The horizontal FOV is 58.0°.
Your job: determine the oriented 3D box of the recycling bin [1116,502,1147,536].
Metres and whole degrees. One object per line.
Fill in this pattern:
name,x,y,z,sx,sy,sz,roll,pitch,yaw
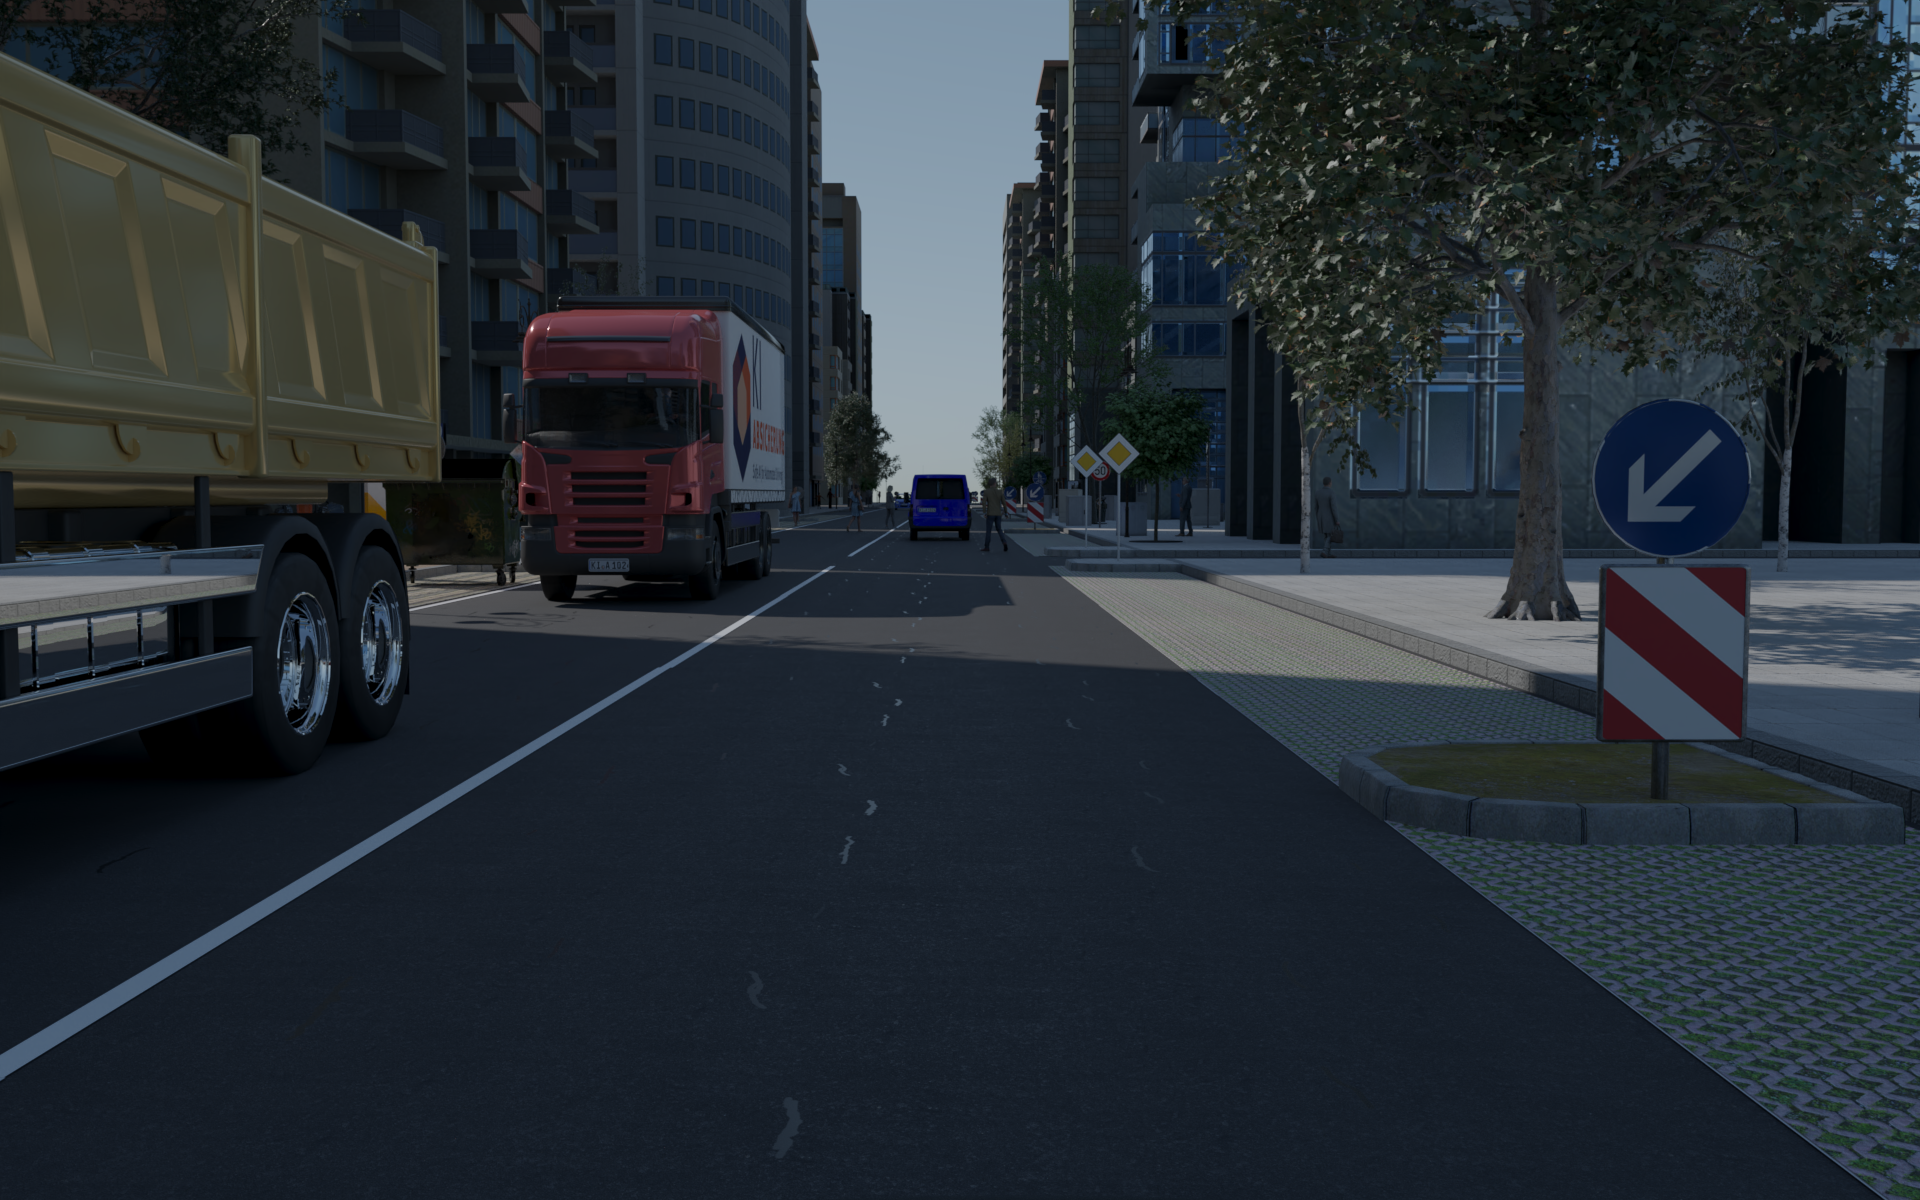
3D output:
recycling bin,5.287,-2.496,53.370,0.722,1.027,0.722,-2,4,-27

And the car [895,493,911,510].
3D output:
car,-5.031,-8.947,155.875,1.945,1.707,3.694,0,4,-1

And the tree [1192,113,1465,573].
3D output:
tree,5.791,-4.728,27.665,4.360,8.622,3.978,0,3,0

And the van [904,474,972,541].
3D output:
van,-0.677,-3.103,55.116,2.240,2.365,5.245,0,4,-2

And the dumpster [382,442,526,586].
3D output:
dumpster,-7.943,-1.362,27.212,1.985,2.255,1.502,0,4,-2

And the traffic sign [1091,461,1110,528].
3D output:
traffic sign,5.320,-4.020,65.830,0.768,2.556,0.104,0,4,1

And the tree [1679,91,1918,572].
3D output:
tree,13.474,-4.781,28.531,4.360,8.622,3.978,0,3,0

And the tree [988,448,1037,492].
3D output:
tree,5.043,-8.450,121.869,4.285,4.588,4.351,0,3,0

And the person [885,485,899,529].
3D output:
person,-2.824,-3.824,71.212,0.526,1.800,0.537,-1,4,-20

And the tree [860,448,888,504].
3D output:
tree,-11.213,-16.866,226.122,4.360,8.622,3.978,0,3,0

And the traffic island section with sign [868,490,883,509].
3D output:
traffic island section with sign,-8.774,-9.723,167.593,1.989,1.847,2.006,0,4,0

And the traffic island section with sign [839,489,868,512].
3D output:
traffic island section with sign,-8.647,-7.965,138.855,1.989,1.847,2.006,0,4,0

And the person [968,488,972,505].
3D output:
person,0.432,-5.816,103.569,0.573,1.828,0.580,0,4,3

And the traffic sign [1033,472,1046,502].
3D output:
traffic sign,4.506,-5.985,97.956,0.768,2.556,0.104,0,4,4

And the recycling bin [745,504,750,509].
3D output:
recycling bin,-10.257,-4.213,81.441,0.722,1.027,0.722,-2,4,-28

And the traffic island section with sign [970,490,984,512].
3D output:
traffic island section with sign,2.142,-9.741,167.900,1.989,1.847,2.006,0,4,0

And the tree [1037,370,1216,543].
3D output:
tree,5.183,-3.813,46.064,4.285,4.588,4.351,0,3,0

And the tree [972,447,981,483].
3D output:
tree,3.963,-19.148,263.433,4.360,8.622,3.978,0,3,0

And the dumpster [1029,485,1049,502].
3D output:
dumpster,4.919,-6.228,107.579,1.264,1.857,1.865,0,4,0

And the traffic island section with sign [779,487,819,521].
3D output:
traffic island section with sign,-8.442,-5.026,90.800,1.989,1.847,2.006,0,4,0

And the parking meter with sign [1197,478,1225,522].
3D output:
parking meter with sign,11.357,-5.127,80.093,1.738,3.016,0.543,1,4,17

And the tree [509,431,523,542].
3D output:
tree,-11.332,-3.185,46.681,1.663,3.219,1.824,0,3,0

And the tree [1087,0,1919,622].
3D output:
tree,6.003,-6.158,17.686,9.611,12.733,9.660,0,3,0

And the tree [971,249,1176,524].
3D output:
tree,5.599,-9.033,73.446,9.928,11.665,9.643,0,3,0

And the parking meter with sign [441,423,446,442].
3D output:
parking meter with sign,-13.454,-2.813,42.250,1.738,3.016,0.543,-3,4,-38

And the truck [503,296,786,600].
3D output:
truck,-4.472,-2.319,26.835,2.839,4.237,11.283,0,4,0

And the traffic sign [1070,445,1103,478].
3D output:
traffic sign,3.003,-2.368,40.902,0.795,2.593,0.064,0,4,0

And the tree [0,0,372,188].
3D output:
tree,-9.764,-5.051,16.992,7.601,10.594,8.767,0,4,-1

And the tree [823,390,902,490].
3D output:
tree,-11.560,-16.728,190.502,9.611,12.733,9.660,0,3,0

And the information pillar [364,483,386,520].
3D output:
information pillar,-9.789,-2.310,29.115,0.183,3.616,0.504,2,4,32

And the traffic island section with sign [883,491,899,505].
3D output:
traffic island section with sign,-9.024,-13.052,222.029,1.989,1.847,2.006,0,4,0

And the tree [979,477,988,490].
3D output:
tree,4.691,-17.538,270.451,4.285,4.588,4.351,0,3,0

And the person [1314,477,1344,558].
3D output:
person,8.071,-1.789,37.860,0.767,1.812,0.694,-3,4,-37

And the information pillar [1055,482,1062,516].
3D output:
information pillar,5.804,-5.950,101.780,0.304,2.012,0.304,-2,4,-33

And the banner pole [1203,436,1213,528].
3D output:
banner pole,9.364,-4.617,65.509,0.401,3.779,0.863,0,4,1

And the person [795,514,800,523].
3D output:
person,-7.870,-4.331,84.003,0.332,1.250,0.352,-3,5,-39

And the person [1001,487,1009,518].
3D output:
person,2.503,-5.330,95.677,0.654,1.822,0.581,1,4,10

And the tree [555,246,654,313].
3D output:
tree,-10.488,-6.254,52.618,4.360,8.622,3.978,0,3,0

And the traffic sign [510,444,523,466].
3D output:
traffic sign,-8.156,-1.878,32.888,0.795,2.593,0.064,0,4,0

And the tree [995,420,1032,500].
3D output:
tree,5.213,-13.661,173.719,4.737,8.622,4.395,0,3,0

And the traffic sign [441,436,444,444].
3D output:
traffic sign,-10.325,-2.041,33.478,0.768,2.556,0.104,0,4,2

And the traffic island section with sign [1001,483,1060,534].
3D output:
traffic island section with sign,2.600,-3.334,63.136,1.989,1.847,2.006,0,4,0

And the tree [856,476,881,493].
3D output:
tree,-11.500,-14.152,215.104,4.285,4.588,4.351,0,3,0

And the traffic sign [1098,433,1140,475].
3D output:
traffic sign,3.039,-1.879,32.917,0.795,2.593,0.064,0,4,0

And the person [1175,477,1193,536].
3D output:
person,6.761,-2.827,52.440,0.590,1.801,0.661,1,4,23

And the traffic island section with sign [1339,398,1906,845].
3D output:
traffic island section with sign,2.842,0.040,7.967,1.989,1.847,2.006,0,4,0

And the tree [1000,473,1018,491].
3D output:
tree,4.551,-9.882,156.171,1.663,3.219,1.824,0,3,0

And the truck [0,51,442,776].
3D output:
truck,-4.568,-0.644,6.447,3.469,3.379,9.791,0,4,-1

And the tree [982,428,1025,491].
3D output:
tree,4.905,-14.499,187.420,4.360,8.622,3.978,0,3,0

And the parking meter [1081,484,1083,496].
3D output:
parking meter,5.729,-4.791,84.046,0.399,1.863,0.255,0,4,-6
